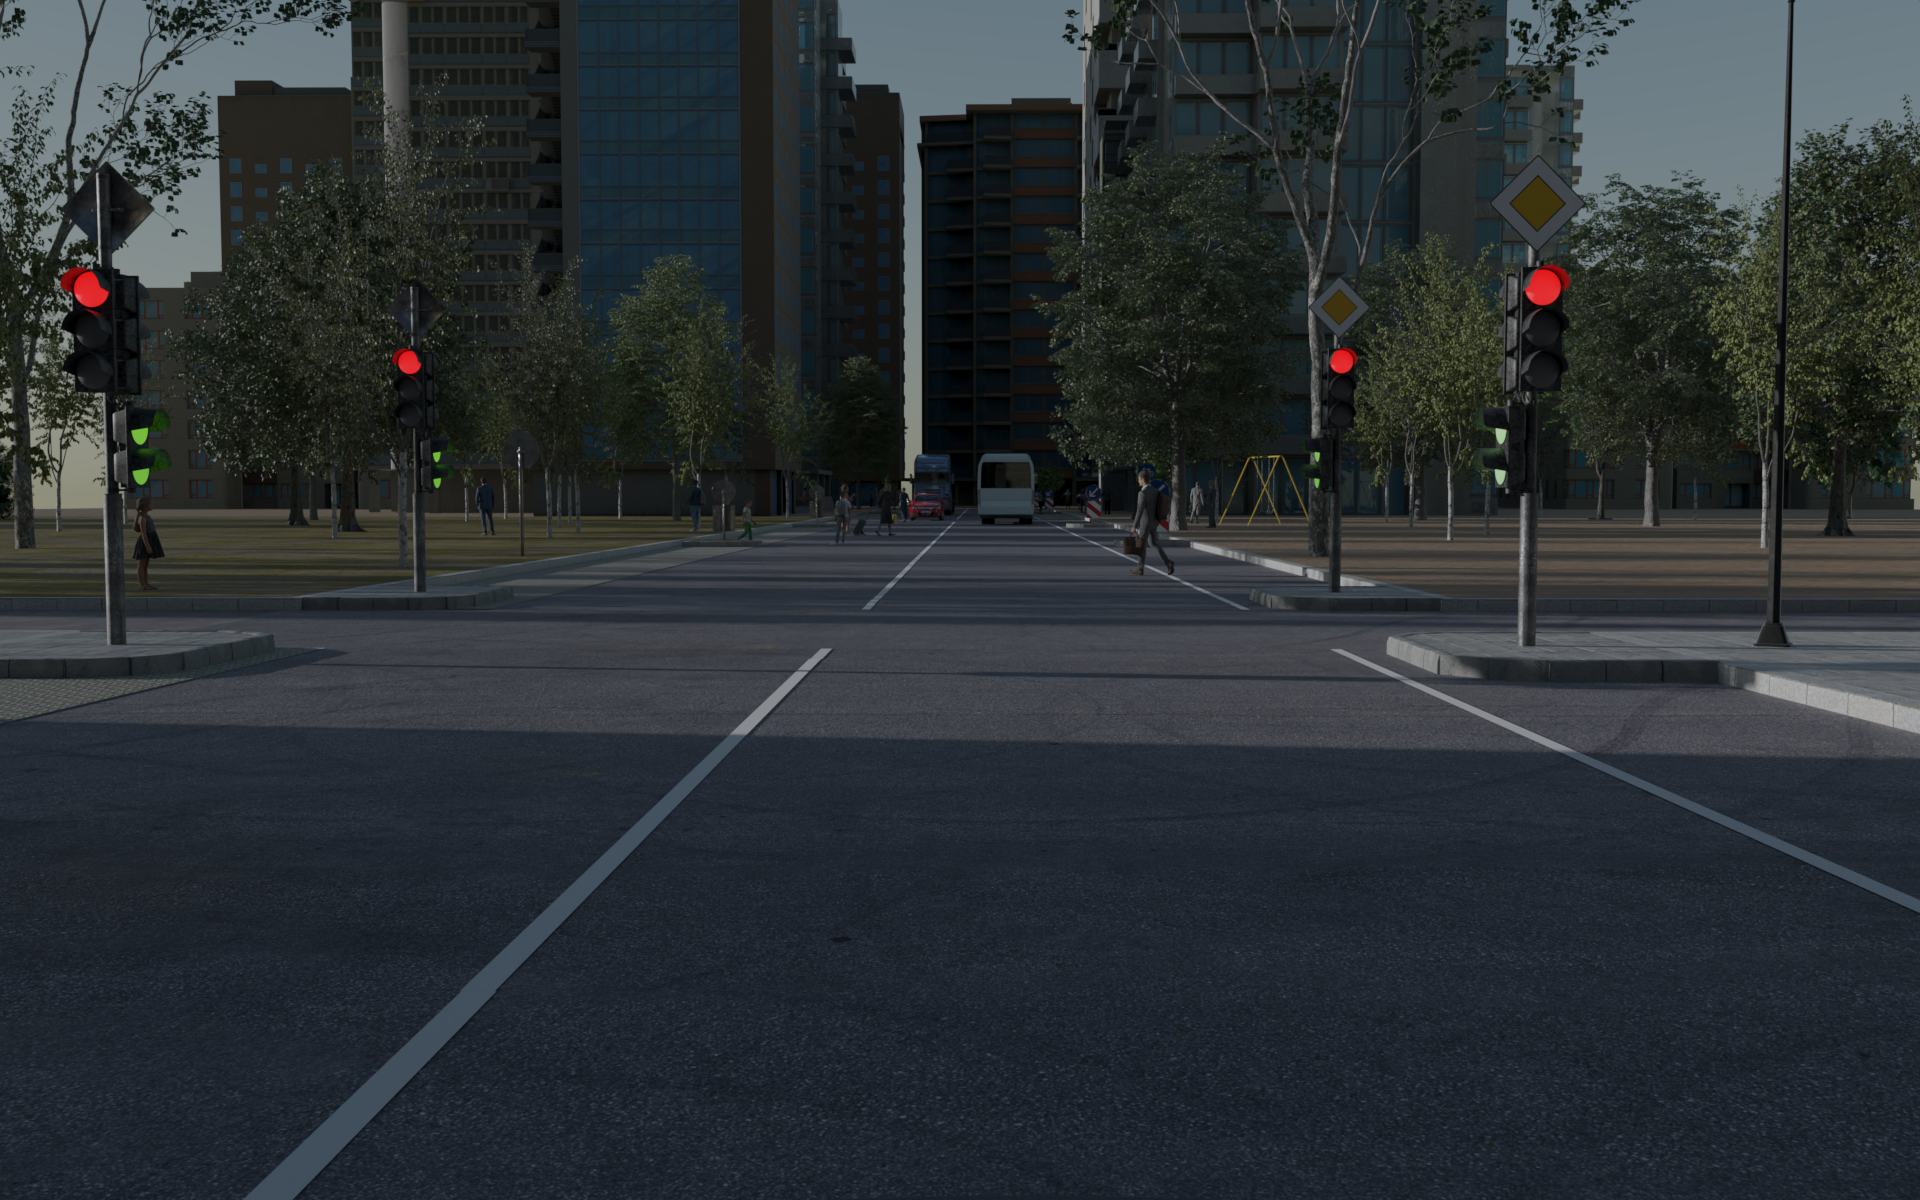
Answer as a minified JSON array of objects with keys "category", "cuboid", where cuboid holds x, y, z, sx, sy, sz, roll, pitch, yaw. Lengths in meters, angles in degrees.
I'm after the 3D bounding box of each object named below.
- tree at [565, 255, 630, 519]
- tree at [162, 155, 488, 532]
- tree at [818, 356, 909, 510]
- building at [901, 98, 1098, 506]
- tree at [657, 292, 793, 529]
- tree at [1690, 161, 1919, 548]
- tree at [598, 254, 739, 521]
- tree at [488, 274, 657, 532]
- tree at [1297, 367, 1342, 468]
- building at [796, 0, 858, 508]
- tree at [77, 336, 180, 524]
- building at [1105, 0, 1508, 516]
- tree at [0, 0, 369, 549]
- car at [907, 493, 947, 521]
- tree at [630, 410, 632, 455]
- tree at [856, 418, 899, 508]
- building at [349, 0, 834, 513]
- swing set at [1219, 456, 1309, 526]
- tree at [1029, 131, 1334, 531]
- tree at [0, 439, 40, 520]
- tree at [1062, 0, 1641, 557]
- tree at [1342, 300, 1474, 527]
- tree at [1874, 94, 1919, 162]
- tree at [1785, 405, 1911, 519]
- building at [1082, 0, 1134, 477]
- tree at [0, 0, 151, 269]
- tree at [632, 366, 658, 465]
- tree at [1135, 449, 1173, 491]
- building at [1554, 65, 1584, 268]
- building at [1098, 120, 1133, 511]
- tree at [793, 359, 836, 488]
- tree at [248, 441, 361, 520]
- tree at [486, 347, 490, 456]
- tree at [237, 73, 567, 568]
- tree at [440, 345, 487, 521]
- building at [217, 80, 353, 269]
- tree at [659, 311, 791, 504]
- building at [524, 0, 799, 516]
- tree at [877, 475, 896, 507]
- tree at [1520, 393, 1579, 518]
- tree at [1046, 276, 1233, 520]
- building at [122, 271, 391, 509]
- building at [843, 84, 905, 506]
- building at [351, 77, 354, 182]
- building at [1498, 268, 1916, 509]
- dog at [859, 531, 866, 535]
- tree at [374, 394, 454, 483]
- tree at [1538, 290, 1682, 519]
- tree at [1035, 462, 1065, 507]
[{"category":"tree","cuboid":[-11.916,-6.091,49.958,4.360,8.622,3.978,0,3,0]},{"category":"tree","cuboid":[-20.788,-8.674,58.836,9.611,12.733,9.660,0,3,0]},{"category":"tree","cuboid":[-7.931,-13.709,142.271,7.486,12.596,7.792,0,3,0]},{"category":"building","cuboid":[8.248,-33.020,194.495,28.867,44.769,22.147,0,4,1]},{"category":"tree","cuboid":[-9.573,-6.963,64.199,4.737,8.622,4.395,0,3,0]},{"category":"tree","cuboid":[19.367,-5.546,41.035,4.737,8.622,4.395,0,3,0]},{"category":"tree","cuboid":[-13.861,-10.044,82.353,7.486,12.596,7.792,0,3,0]},{"category":"tree","cuboid":[-12.770,-6.561,57.635,4.737,8.622,4.395,0,3,0]},{"category":"tree","cuboid":[20.300,-8.849,95.049,4.360,8.622,3.978,0,3,0]},{"category":"building","cuboid":[-25.094,-33.047,159.934,30.456,49.044,23.786,0,4,1]},{"category":"tree","cuboid":[-36.307,-7.644,75.339,4.360,8.622,3.978,0,3,0]},{"category":"building","cuboid":[22.125,-30.248,114.161,23.786,49.044,30.456,0,4,1]},{"category":"tree","cuboid":[-20.746,-11.238,39.627,12.611,20.169,13.585,0,3,0]},{"category":"car","cuboid":[-1.788,-5.243,94.761,2.155,1.783,4.494,0,4,1]},{"category":"tree","cuboid":[-15.641,-7.126,66.868,4.360,8.622,3.978,0,3,0]},{"category":"tree","cuboid":[-7.539,-12.725,158.416,4.737,8.622,4.395,0,3,0]},{"category":"building","cuboid":[-25.874,-26.495,125.075,32.217,40.220,23.993,0,4,1]},{"category":"swing set","cuboid":[12.613,-4.539,71.833,2.862,2.851,3.119,-1,4,-15]},{"category":"tree","cuboid":[7.583,-9.414,60.569,9.857,13.997,8.962,0,3,0]},{"category":"tree","cuboid":[-55.989,-11.240,85.603,18.604,14.587,13.155,1,4,12]},{"category":"tree","cuboid":[6.694,-10.872,33.652,12.611,20.169,13.585,0,3,0]},{"category":"tree","cuboid":[17.661,-7.114,66.684,4.360,8.622,3.978,0,3,0]},{"category":"tree","cuboid":[18.367,-4.996,32.047,4.737,8.622,4.395,0,3,0]},{"category":"tree","cuboid":[52.793,-7.503,85.584,20.602,7.101,11.467,0,4,1]},{"category":"building","cuboid":[25.229,-34.730,157.067,28.713,52.752,27.495,0,4,1]},{"category":"tree","cuboid":[-14.321,-4.560,24.923,4.737,8.622,4.395,0,3,0]},{"category":"tree","cuboid":[-17.740,-8.590,90.810,4.360,8.622,3.978,0,3,0]},{"category":"tree","cuboid":[8.083,-4.794,72.980,1.663,3.219,1.824,0,3,0]},{"category":"building","cuboid":[52.069,-35.112,193.688,30.456,49.044,23.786,0,4,1]},{"category":"building","cuboid":[17.905,-22.347,137.079,14.160,30.474,14.107,0,4,1]},{"category":"tree","cuboid":[-8.937,-8.590,90.809,4.737,8.622,4.395,0,3,0]},{"category":"tree","cuboid":[-31.980,-10.176,84.501,7.486,12.596,7.792,0,3,0]},{"category":"tree","cuboid":[-16.625,-7.469,72.484,4.737,8.622,4.395,0,3,0]},{"category":"tree","cuboid":[-9.934,-4.882,30.177,4.360,8.622,3.978,0,3,0]},{"category":"tree","cuboid":[-23.395,-8.004,81.224,4.737,8.622,4.395,0,3,0]},{"category":"building","cuboid":[-71.277,-33.083,191.018,14.200,45.320,14.600,0,4,1]},{"category":"tree","cuboid":[-9.243,-7.332,70.245,4.360,8.622,3.978,0,3,0]},{"category":"building","cuboid":[-17.328,-27.806,104.741,14.600,45.320,14.200,0,4,1]},{"category":"tree","cuboid":[-7.276,-10.961,173.817,1.663,3.219,1.824,0,3,0]},{"category":"tree","cuboid":[31.722,-8.804,94.300,4.360,8.622,3.978,0,3,0]},{"category":"tree","cuboid":[9.061,-10.386,86.815,9.611,12.733,9.660,0,3,0]},{"category":"building","cuboid":[-55.975,-19.193,158.846,28.899,21.520,27.650,0,4,1]},{"category":"building","cuboid":[-13.350,-33.005,189.739,14.200,45.320,14.600,0,4,1]},{"category":"building","cuboid":[-53.341,-34.854,193.558,21.600,48.544,21.300,0,4,1]},{"category":"building","cuboid":[65.250,-19.121,157.674,28.899,21.520,27.650,0,4,1]},{"category":"dog","cuboid":[-3.436,-2.470,60.577,0.748,0.427,0.550,-3,4,-39]},{"category":"tree","cuboid":[-30.641,-9.755,93.913,8.767,10.594,7.601,1,4,11]},{"category":"tree","cuboid":[32.480,-9.896,87.549,9.928,11.665,9.643,0,3,0]},{"category":"tree","cuboid":[9.032,-11.703,175.059,4.285,4.588,4.351,0,3,0]}]
